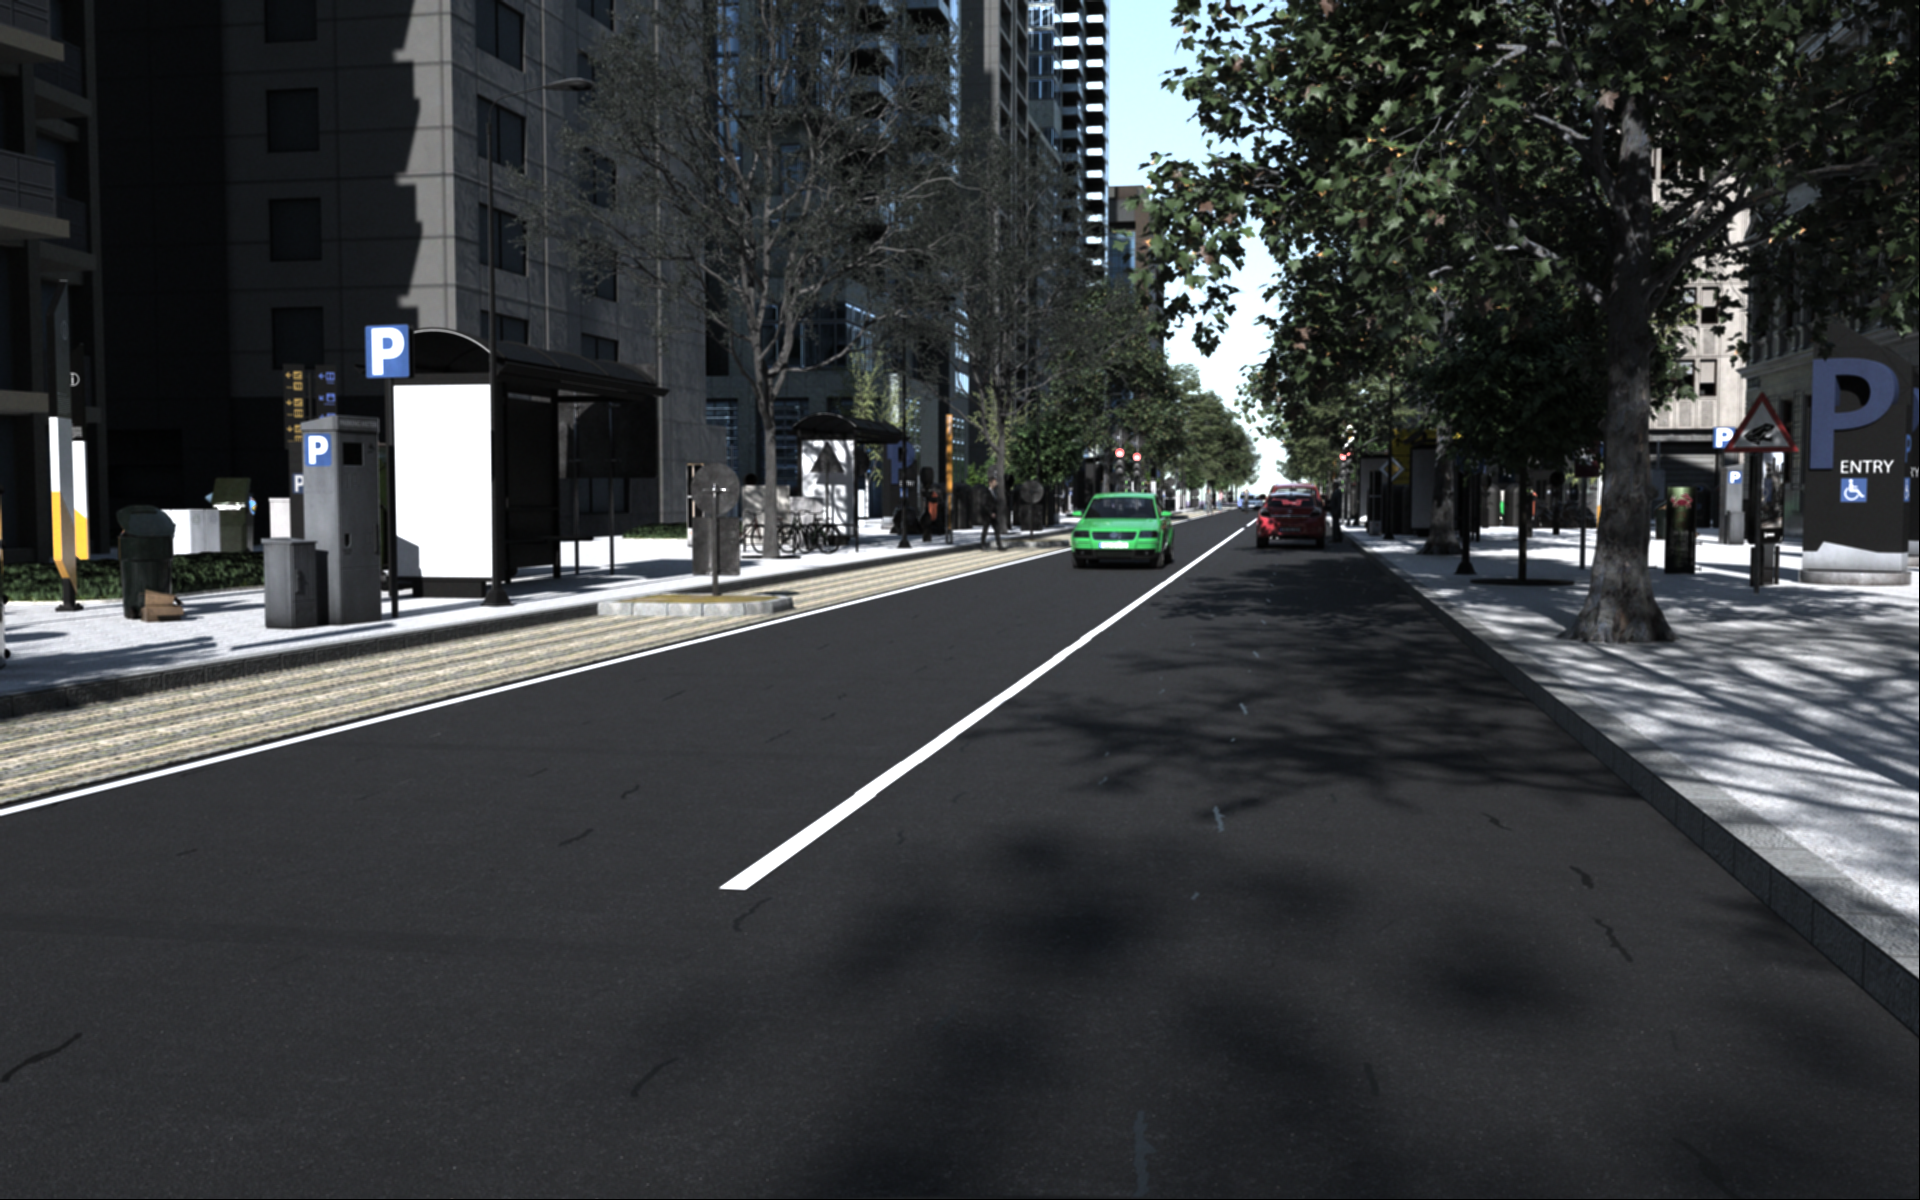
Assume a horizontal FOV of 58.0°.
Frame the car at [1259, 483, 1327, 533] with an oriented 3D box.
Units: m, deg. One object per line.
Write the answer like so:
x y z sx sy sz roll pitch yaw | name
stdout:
11.380 -3.084 59.101 2.281 1.827 5.304 1 4 9 | car

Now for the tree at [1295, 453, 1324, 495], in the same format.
34.687 -13.258 167.127 4.737 8.622 4.395 0 3 0 | tree

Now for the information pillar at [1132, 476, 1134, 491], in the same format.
11.502 -7.578 115.248 0.183 3.616 0.504 1 4 11 | information pillar

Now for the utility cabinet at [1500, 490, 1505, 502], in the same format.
30.945 -5.552 99.452 1.173 1.500 0.318 0 4 3 | utility cabinet

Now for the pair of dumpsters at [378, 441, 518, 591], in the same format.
-7.750 -1.370 24.888 1.574 2.255 4.437 1 4 11 | pair of dumpsters

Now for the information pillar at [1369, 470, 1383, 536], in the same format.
12.769 -2.980 53.208 0.304 2.012 0.304 -1 4 -11 | information pillar

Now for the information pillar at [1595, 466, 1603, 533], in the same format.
21.138 -4.009 56.905 0.504 3.616 0.183 -2 4 -34 | information pillar

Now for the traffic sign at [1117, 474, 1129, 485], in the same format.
9.141 -5.927 97.019 0.768 2.556 0.104 1 4 14 | traffic sign

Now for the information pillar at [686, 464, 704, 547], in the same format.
-6.422 -2.296 42.039 0.304 2.012 0.304 -3 5 -39 | information pillar

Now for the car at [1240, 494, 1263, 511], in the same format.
24.635 -8.199 146.061 2.014 1.417 4.499 1 4 10 | car

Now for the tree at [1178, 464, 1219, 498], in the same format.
22.805 -11.424 170.489 4.285 4.588 4.351 0 3 0 | tree

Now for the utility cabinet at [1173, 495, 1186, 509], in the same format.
18.729 -8.361 147.867 1.020 1.237 0.306 1 4 21 | utility cabinet

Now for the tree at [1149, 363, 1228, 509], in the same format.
19.032 -14.162 149.675 7.486 12.596 7.792 0 3 0 | tree

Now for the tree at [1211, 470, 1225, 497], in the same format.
30.422 -15.760 208.032 4.737 8.622 4.395 0 3 0 | tree

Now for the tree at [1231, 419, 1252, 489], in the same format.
38.044 -20.241 249.069 7.486 12.596 7.792 0 3 0 | tree

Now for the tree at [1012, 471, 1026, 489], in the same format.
4.247 -7.569 118.354 1.663 3.219 1.824 0 3 0 | tree

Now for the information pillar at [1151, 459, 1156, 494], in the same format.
12.370 -7.314 110.936 0.183 3.616 0.504 -2 4 -31 | information pillar

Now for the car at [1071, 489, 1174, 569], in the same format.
3.293 -1.584 34.689 1.959 1.807 4.718 1 4 10 | car

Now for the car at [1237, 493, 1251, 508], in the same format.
28.930 -10.085 174.474 1.945 1.707 3.694 1 4 13 | car

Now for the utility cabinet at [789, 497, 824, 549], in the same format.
-3.621 -1.823 40.974 0.306 1.237 1.020 -3 5 -40 | utility cabinet

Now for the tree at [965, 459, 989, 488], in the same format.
0.679 -6.203 96.025 1.663 3.219 1.824 0 3 0 | tree

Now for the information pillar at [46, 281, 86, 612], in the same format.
-9.791 -1.684 18.880 0.183 3.616 0.504 -1 4 -10 | information pillar

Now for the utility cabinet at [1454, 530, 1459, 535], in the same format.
15.705 -2.676 54.912 0.306 1.237 1.020 1 4 14 | utility cabinet

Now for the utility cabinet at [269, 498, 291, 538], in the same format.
-10.995 -1.064 28.550 1.020 1.237 0.306 3 5 42 | utility cabinet

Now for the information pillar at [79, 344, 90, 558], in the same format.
-13.893 -2.185 27.082 0.504 3.616 0.183 0 4 -2 | information pillar

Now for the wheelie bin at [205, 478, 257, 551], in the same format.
-13.958 -1.549 33.236 0.980 1.594 0.693 0 4 -8 | wheelie bin

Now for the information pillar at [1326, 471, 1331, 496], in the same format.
31.277 -9.522 147.042 0.183 3.616 0.504 -3 5 -40 | information pillar

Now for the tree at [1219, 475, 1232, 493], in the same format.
34.381 -14.987 228.748 4.285 4.588 4.351 0 3 0 | tree

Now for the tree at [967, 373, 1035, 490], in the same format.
2.584 -9.552 106.531 4.737 8.622 4.395 0 3 0 | tree

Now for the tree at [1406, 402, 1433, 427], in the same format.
30.964 -10.054 114.749 4.360 8.622 3.978 0 3 0 | tree

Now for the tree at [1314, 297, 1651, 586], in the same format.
8.066 -2.519 24.892 4.285 4.588 4.351 0 3 0 | tree

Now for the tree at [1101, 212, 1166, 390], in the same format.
1.191 -8.811 54.428 12.009 13.543 11.850 0 3 0 | tree

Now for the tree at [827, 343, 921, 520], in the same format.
-4.296 -8.189 84.246 4.737 8.622 4.395 0 3 0 | tree

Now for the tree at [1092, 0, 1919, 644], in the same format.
5.961 -5.993 14.995 9.611 12.733 9.660 0 3 0 | tree

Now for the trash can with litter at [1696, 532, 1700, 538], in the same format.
21.104 -2.408 50.750 1.055 1.170 0.624 -1 4 -20 | trash can with litter

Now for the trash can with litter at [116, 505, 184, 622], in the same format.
-8.224 -0.390 17.765 0.624 1.170 1.055 -3 5 -41 | trash can with litter

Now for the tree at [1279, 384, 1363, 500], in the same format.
26.173 -11.577 123.699 7.601 10.594 8.767 -1 4 -15 | tree

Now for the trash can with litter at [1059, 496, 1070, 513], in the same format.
7.174 -6.713 120.817 1.678 1.210 2.233 -2 4 -33 | trash can with litter

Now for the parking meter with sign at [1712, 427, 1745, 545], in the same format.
19.779 -2.948 44.453 0.543 3.016 1.738 1 4 10 | parking meter with sign

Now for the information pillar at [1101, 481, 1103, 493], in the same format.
8.091 -5.694 97.585 0.304 2.012 0.304 0 4 -7 | information pillar

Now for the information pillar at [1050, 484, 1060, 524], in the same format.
4.012 -4.205 73.252 0.304 2.012 0.304 2 4 29 | information pillar

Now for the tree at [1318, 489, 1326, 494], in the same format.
41.671 -12.459 198.297 1.663 3.219 1.824 0 3 0 | tree

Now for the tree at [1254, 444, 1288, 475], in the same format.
48.888 -19.899 235.724 12.009 13.543 11.850 0 3 0 | tree

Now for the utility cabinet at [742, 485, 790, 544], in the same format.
-4.920 -2.154 43.900 1.173 1.500 0.318 -2 4 -24 | utility cabinet

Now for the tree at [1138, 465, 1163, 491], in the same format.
12.356 -7.267 113.414 1.663 3.219 1.824 0 3 0 | tree

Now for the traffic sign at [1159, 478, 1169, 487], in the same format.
14.722 -7.692 125.763 0.884 2.594 0.081 1 4 14 | traffic sign

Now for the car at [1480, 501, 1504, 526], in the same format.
21.440 -4.002 74.234 4.718 1.807 1.959 1 4 9 | car

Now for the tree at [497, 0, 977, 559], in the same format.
-3.766 -7.563 34.024 12.009 13.543 11.850 0 3 0 | tree

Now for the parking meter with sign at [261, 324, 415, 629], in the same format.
-6.159 -1.278 17.163 0.543 3.016 1.738 1 4 20 | parking meter with sign

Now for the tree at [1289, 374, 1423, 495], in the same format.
21.391 -10.725 93.487 7.486 12.596 7.792 0 3 0 | tree

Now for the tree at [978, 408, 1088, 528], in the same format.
3.253 -5.024 65.852 4.285 4.588 4.351 0 3 0 | tree

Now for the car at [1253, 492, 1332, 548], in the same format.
9.065 -2.340 47.295 2.155 1.783 4.494 1 4 12 | car

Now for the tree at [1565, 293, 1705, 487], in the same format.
22.590 -6.706 60.013 4.737 8.622 4.395 0 3 0 | tree

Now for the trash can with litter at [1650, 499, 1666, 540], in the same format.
19.568 -2.284 48.734 1.055 1.170 0.624 1 4 23 | trash can with litter

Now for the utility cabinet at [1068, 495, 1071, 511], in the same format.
7.989 -7.120 127.569 0.306 1.237 1.020 0 4 7 | utility cabinet

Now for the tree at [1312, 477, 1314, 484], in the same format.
19.687 -6.036 82.402 4.285 4.588 4.351 0 3 0 | tree

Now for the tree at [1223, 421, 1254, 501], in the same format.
49.526 -24.402 309.339 12.009 13.543 11.850 0 3 0 | tree

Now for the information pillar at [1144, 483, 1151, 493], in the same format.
11.913 -6.460 110.115 0.304 2.012 0.304 3 5 41 | information pillar

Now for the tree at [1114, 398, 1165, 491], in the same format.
12.460 -10.273 118.319 4.360 8.622 3.978 0 3 0 | tree
